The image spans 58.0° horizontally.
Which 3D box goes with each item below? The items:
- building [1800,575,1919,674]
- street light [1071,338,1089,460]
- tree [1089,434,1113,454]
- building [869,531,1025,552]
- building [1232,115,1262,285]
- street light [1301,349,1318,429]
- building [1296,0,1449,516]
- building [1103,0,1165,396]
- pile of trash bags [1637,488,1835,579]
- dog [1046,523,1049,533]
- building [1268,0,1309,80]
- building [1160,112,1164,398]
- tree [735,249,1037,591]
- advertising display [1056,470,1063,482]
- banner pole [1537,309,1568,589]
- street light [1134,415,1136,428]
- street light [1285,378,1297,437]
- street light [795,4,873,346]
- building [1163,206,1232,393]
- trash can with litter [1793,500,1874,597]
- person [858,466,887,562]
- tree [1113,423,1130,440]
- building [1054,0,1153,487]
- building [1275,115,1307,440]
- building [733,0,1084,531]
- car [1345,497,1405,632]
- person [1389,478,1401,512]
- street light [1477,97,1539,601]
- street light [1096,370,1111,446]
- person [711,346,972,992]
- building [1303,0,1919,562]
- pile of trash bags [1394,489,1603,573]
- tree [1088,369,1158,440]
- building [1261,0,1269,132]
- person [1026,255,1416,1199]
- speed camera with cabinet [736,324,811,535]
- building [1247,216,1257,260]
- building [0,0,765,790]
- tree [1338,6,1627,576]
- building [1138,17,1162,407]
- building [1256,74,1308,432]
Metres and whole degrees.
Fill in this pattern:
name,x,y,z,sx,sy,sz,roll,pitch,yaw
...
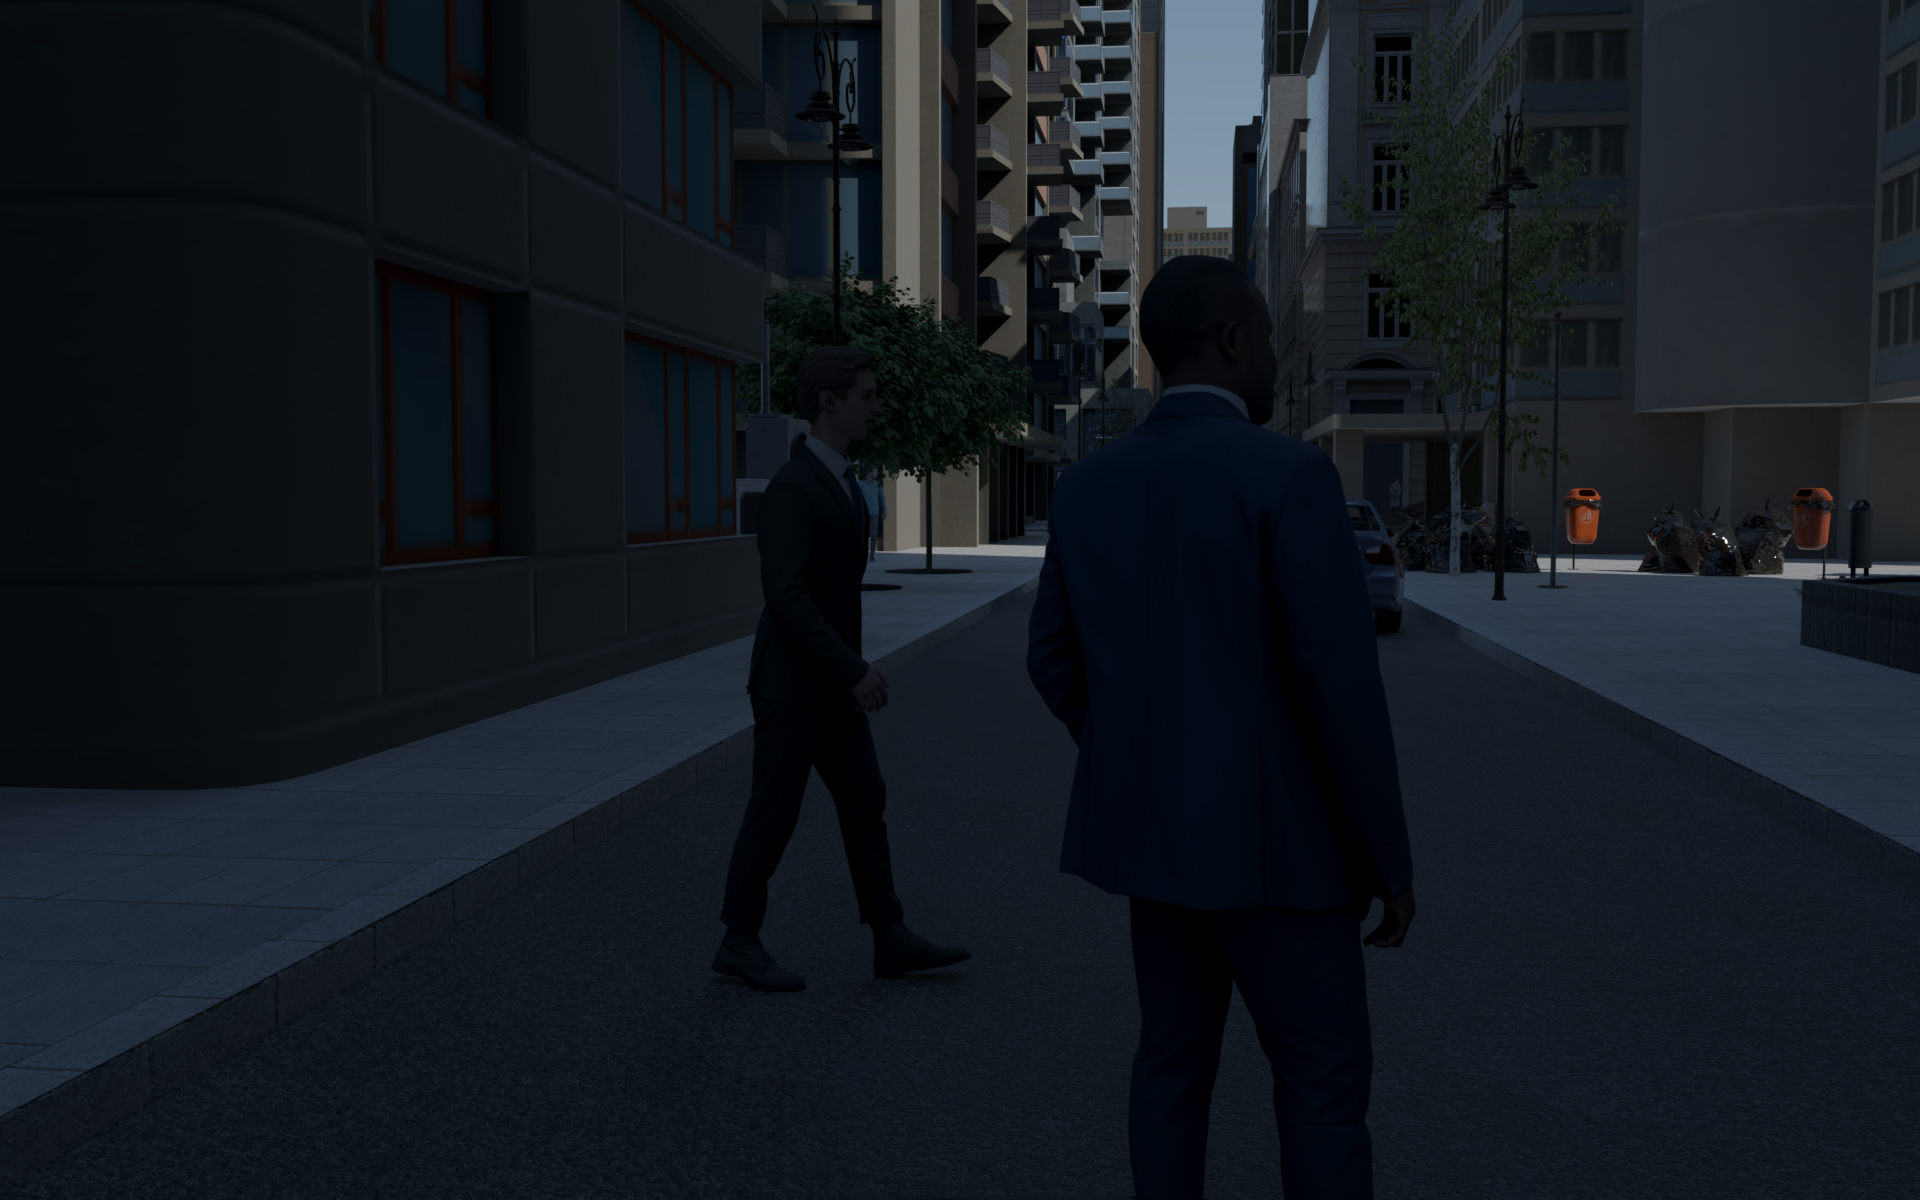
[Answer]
name,x,y,z,sx,sy,sz,roll,pitch,yaw
building,15.215,-28.060,0.784,21.231,58.520,28.212,0,4,8
street light,3.547,-4.808,51.402,0.468,5.910,1.993,0,4,8
tree,-0.579,-2.729,28.341,4.285,4.588,4.351,0,3,0
building,-12.352,-23.914,45.623,28.867,44.769,22.147,0,4,8
building,39.236,-33.944,205.087,14.600,45.320,14.200,0,4,8
street light,11.171,-5.058,55.481,0.468,5.910,1.993,0,4,8
building,23.707,-17.240,67.783,20.117,28.700,13.634,0,4,8
building,13.527,-46.850,204.246,20.611,71.187,20.563,0,4,8
pile of trash bags,12.439,-1.083,27.458,1.912,1.369,3.447,-1,4,-17
dog,3.019,-2.374,56.553,0.748,0.427,0.550,-3,4,-36
building,36.093,-43.864,155.426,20.563,71.187,20.611,0,4,8
building,14.007,-30.428,181.095,14.154,41.232,14.086,0,4,8
tree,-1.541,-2.431,23.461,4.285,4.588,4.351,0,3,0
advertising display,3.004,-2.543,46.796,0.974,1.923,0.123,3,5,39
banner pole,8.184,-2.066,23.800,0.401,3.779,0.863,1,4,18
street light,10.010,-7.739,99.316,0.468,5.910,1.993,0,4,8
street light,12.996,-5.835,68.194,0.468,5.910,1.993,0,4,8
street light,-1.210,-2.706,17.028,0.468,5.910,1.993,0,4,8
building,30.877,-33.345,237.066,23.993,40.220,32.217,0,4,8
trash can with litter,11.096,-0.658,21.813,1.678,1.210,2.233,3,5,45
person,-1.711,-1.663,33.095,0.638,1.841,0.748,0,4,1
tree,7.620,-5.936,80.775,4.285,4.588,4.351,0,3,0
building,2.488,-49.365,119.797,22.319,86.520,31.000,0,4,8
building,21.392,-14.636,88.447,9.793,20.994,18.267,0,4,8
building,-5.888,-25.969,79.210,22.147,44.769,28.867,0,4,8
car,3.901,-0.454,19.420,2.014,1.417,4.499,0,4,7
person,13.898,-2.993,55.157,0.473,1.802,0.592,3,5,40
street light,6.509,-2.933,20.740,0.468,5.910,1.993,0,4,8
street light,5.368,-5.635,64.926,0.468,5.910,1.993,0,4,8
person,-0.354,0.199,5.026,0.755,1.850,0.659,1,4,11
building,24.761,-21.267,39.595,32.217,40.220,23.993,0,4,8
pile of trash bags,9.037,-1.172,28.916,3.447,1.369,1.912,0,4,-7
tree,9.800,-9.342,103.109,4.360,8.622,3.978,0,3,0
building,40.472,-53.070,180.358,22.319,86.520,31.000,0,4,8
person,0.430,0.366,2.697,0.721,1.800,0.419,3,4,37
speed camera with cabinet,-2.329,-1.542,19.555,0.660,3.252,2.038,1,4,20
building,26.885,-18.242,127.142,11.050,23.489,19.941,0,4,8
building,-17.474,-9.674,3.212,27.650,21.520,28.899,0,4,8
tree,7.721,-4.659,26.539,4.737,8.622,4.395,0,3,0
building,12.289,-31.611,166.957,14.600,45.320,14.200,0,4,8
building,24.712,-17.682,107.120,12.078,24.808,19.932,0,4,8
